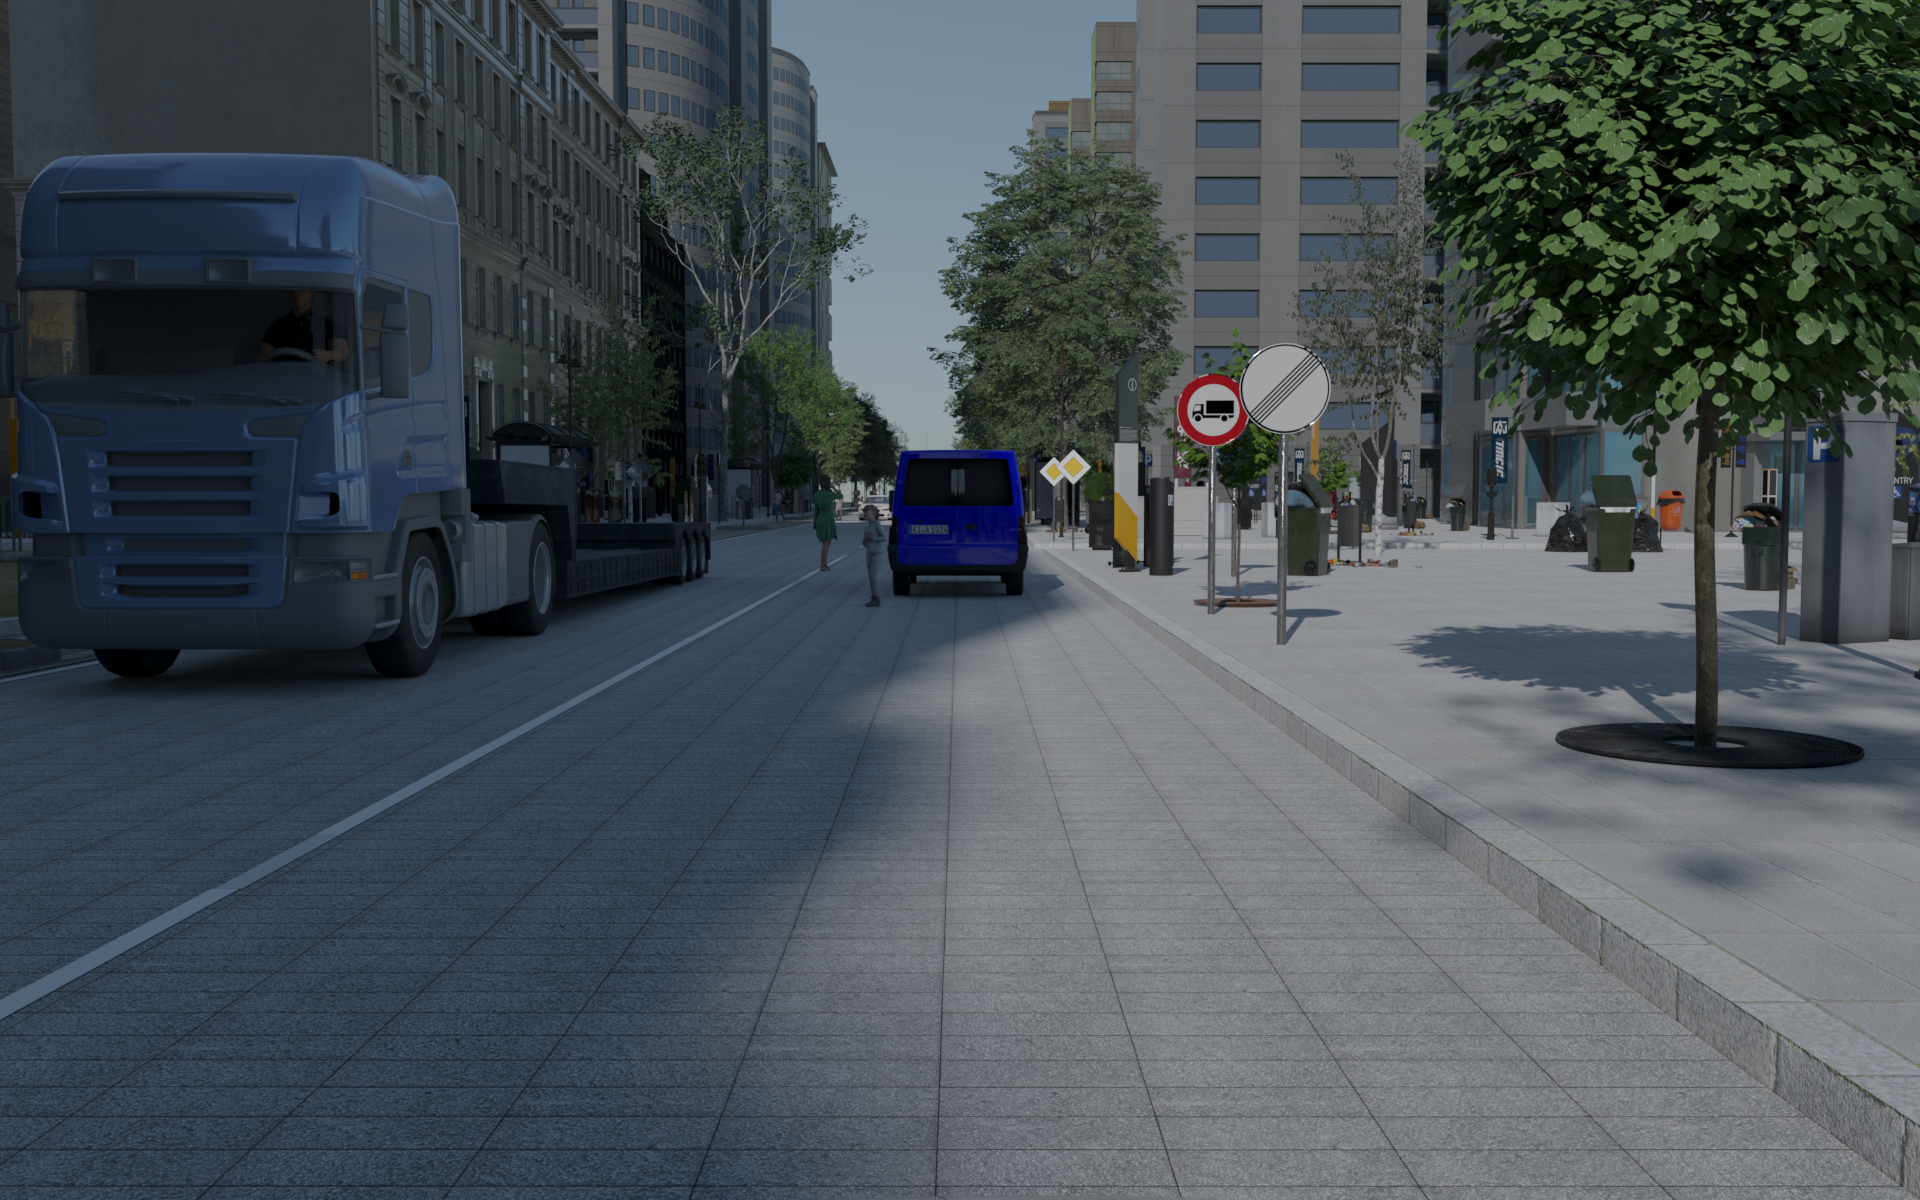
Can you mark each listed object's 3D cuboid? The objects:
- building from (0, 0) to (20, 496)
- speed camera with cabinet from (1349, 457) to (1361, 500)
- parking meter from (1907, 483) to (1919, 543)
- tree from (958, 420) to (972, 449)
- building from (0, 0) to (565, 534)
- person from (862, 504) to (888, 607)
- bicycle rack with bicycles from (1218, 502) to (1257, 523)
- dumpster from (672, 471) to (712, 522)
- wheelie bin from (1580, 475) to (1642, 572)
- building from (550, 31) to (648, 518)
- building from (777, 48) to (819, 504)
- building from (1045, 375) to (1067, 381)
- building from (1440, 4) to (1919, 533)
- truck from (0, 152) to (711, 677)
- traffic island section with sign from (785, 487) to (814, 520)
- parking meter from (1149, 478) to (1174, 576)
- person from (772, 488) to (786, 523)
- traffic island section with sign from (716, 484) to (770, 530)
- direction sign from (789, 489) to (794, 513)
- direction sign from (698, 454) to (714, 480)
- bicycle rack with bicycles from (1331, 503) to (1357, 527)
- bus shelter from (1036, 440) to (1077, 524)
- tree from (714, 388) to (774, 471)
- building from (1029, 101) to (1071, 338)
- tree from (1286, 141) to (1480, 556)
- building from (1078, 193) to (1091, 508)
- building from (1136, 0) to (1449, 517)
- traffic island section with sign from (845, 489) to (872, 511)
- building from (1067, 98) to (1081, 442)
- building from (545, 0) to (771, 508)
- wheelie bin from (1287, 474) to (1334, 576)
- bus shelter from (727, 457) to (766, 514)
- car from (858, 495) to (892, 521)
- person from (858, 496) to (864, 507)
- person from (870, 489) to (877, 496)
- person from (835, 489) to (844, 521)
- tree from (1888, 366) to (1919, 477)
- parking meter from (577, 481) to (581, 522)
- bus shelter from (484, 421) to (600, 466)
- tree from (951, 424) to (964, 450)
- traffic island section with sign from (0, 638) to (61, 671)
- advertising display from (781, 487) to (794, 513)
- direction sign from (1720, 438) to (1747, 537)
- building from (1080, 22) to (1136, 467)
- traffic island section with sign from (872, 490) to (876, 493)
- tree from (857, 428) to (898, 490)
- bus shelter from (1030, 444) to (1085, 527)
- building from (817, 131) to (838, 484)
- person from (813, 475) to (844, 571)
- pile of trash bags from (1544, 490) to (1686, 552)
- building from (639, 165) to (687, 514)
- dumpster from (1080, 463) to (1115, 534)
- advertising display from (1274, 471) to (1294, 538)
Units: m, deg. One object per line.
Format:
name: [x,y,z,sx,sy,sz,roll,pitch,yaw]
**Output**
building: [-47.801,-17.230,59.211,29.804,29.767,11.434,0,3,0]
speed camera with cabinet: [21.487,-5.984,92.166,0.660,3.252,2.038,3,5,43]
parking meter: [20.956,-1.804,37.910,0.372,1.533,0.369,0,3,0]
tree: [3.437,-19.643,239.295,7.486,12.596,7.792,0,3,0]
building: [-24.019,-16.459,66.373,12.463,27.353,25.104,0,3,0]
person: [-1.112,-0.570,22.105,0.425,1.301,0.394,2,4,32]
bicycle rack with bicycles: [12.052,-3.869,76.640,2.852,0.926,2.925,1,4,14]
dumpster: [-11.491,-4.387,74.223,1.502,2.255,1.985,0,4,0]
wheelie bin: [10.697,-1.265,28.584,0.980,1.594,0.693,0,4,0]
building: [-24.755,-18.012,91.753,12.463,27.353,25.104,0,3,0]
building: [-30.196,-41.876,226.674,21.231,58.520,28.212,0,3,0]
building: [25.601,-24.024,237.836,27.650,21.520,28.899,0,3,0]
building: [34.216,-27.311,66.146,30.456,49.044,23.786,0,3,0]
truck: [-5.449,-1.882,20.523,2.967,4.110,18.799,0,4,0]
traffic island section with sign: [-8.687,-5.376,96.527,1.989,1.847,2.006,0,3,0]
parking meter: [3.171,-1.153,27.270,0.372,1.533,0.369,0,3,0]
person: [-9.008,-4.721,86.272,0.643,1.750,0.593,2,4,34]
traffic island section with sign: [-8.679,-3.727,69.572,1.989,1.847,2.006,0,3,0]
direction sign: [-11.408,-7.635,116.825,0.379,3.537,0.876,-2,4,-32]
direction sign: [-14.399,-6.499,98.252,0.876,3.537,0.379,-1,4,-19]
bicycle rack with bicycles: [15.152,-3.283,67.061,2.925,0.926,2.852,3,5,43]
bus shelter: [4.293,-5.249,77.102,1.731,3.624,6.357,0,3,0]
tree: [-15.023,-10.254,118.007,4.737,8.622,4.395,0,3,0]
building: [21.132,-44.289,266.115,21.231,58.520,28.212,0,3,0]
tree: [8.711,-5.231,35.885,4.360,8.622,3.978,0,3,0]
building: [18.367,-24.269,168.498,14.160,30.474,14.107,0,3,0]
building: [21.345,-34.494,105.980,21.231,58.520,28.212,0,3,0]
traffic island section with sign: [-8.685,-8.438,146.586,1.989,1.847,2.006,0,3,0]
building: [18.235,-30.504,182.334,14.154,41.232,14.086,0,3,0]
building: [-29.723,-38.038,163.927,21.231,58.520,28.212,0,3,0]
wheelie bin: [5.446,-1.184,27.274,0.693,1.594,0.980,2,4,31]
bus shelter: [-12.176,-6.330,97.420,2.014,3.302,5.546,0,4,0]
car: [-4.501,-5.072,95.286,2.083,1.381,4.827,0,4,2]
person: [-6.341,-5.990,110.708,0.425,1.301,0.394,-1,4,-10]
person: [-6.803,-7.902,137.712,1.348,1.821,0.705,-2,4,-33]
person: [-6.500,-5.126,93.321,0.522,1.701,0.512,1,4,11]
tree: [19.793,-5.128,34.208,4.737,8.622,4.395,0,3,0]
parking meter: [-14.717,-3.710,66.366,0.255,1.863,0.399,1,4,18]
bus shelter: [-12.073,-3.459,50.478,2.014,3.302,5.546,0,4,0]
tree: [4.139,-16.924,187.084,12.009,13.543,11.850,0,3,0]
traffic island section with sign: [-8.685,-0.348,14.315,1.989,1.847,2.006,0,3,0]
advertising display: [-11.727,-6.879,117.681,0.974,1.923,0.123,-2,4,-33]
direction sign: [22.982,-3.640,51.507,0.379,3.537,0.876,-2,4,-26]
building: [18.480,-28.777,154.100,14.154,41.232,14.086,0,3,0]
traffic island section with sign: [-8.687,-10.116,174.017,1.989,1.847,2.006,0,3,0]
tree: [-11.356,-17.488,220.339,7.601,10.594,8.767,-3,5,-42]
bus shelter: [3.925,-4.663,70.162,2.014,3.302,5.546,0,3,0]
building: [-32.990,-40.698,254.651,28.713,52.752,27.495,0,3,0]
person: [-2.532,-1.450,32.449,0.600,1.795,0.529,2,4,23]
pile of trash bags: [14.874,-1.769,38.682,3.447,1.369,1.912,-2,4,-28]
building: [-25.229,-17.299,112.520,12.332,23.373,15.834,0,3,0]
dumpster: [4.651,-3.242,55.495,1.502,2.255,1.985,0,3,0]
advertising display: [9.292,-2.721,49.705,0.123,1.923,0.974,-1,4,-17]
